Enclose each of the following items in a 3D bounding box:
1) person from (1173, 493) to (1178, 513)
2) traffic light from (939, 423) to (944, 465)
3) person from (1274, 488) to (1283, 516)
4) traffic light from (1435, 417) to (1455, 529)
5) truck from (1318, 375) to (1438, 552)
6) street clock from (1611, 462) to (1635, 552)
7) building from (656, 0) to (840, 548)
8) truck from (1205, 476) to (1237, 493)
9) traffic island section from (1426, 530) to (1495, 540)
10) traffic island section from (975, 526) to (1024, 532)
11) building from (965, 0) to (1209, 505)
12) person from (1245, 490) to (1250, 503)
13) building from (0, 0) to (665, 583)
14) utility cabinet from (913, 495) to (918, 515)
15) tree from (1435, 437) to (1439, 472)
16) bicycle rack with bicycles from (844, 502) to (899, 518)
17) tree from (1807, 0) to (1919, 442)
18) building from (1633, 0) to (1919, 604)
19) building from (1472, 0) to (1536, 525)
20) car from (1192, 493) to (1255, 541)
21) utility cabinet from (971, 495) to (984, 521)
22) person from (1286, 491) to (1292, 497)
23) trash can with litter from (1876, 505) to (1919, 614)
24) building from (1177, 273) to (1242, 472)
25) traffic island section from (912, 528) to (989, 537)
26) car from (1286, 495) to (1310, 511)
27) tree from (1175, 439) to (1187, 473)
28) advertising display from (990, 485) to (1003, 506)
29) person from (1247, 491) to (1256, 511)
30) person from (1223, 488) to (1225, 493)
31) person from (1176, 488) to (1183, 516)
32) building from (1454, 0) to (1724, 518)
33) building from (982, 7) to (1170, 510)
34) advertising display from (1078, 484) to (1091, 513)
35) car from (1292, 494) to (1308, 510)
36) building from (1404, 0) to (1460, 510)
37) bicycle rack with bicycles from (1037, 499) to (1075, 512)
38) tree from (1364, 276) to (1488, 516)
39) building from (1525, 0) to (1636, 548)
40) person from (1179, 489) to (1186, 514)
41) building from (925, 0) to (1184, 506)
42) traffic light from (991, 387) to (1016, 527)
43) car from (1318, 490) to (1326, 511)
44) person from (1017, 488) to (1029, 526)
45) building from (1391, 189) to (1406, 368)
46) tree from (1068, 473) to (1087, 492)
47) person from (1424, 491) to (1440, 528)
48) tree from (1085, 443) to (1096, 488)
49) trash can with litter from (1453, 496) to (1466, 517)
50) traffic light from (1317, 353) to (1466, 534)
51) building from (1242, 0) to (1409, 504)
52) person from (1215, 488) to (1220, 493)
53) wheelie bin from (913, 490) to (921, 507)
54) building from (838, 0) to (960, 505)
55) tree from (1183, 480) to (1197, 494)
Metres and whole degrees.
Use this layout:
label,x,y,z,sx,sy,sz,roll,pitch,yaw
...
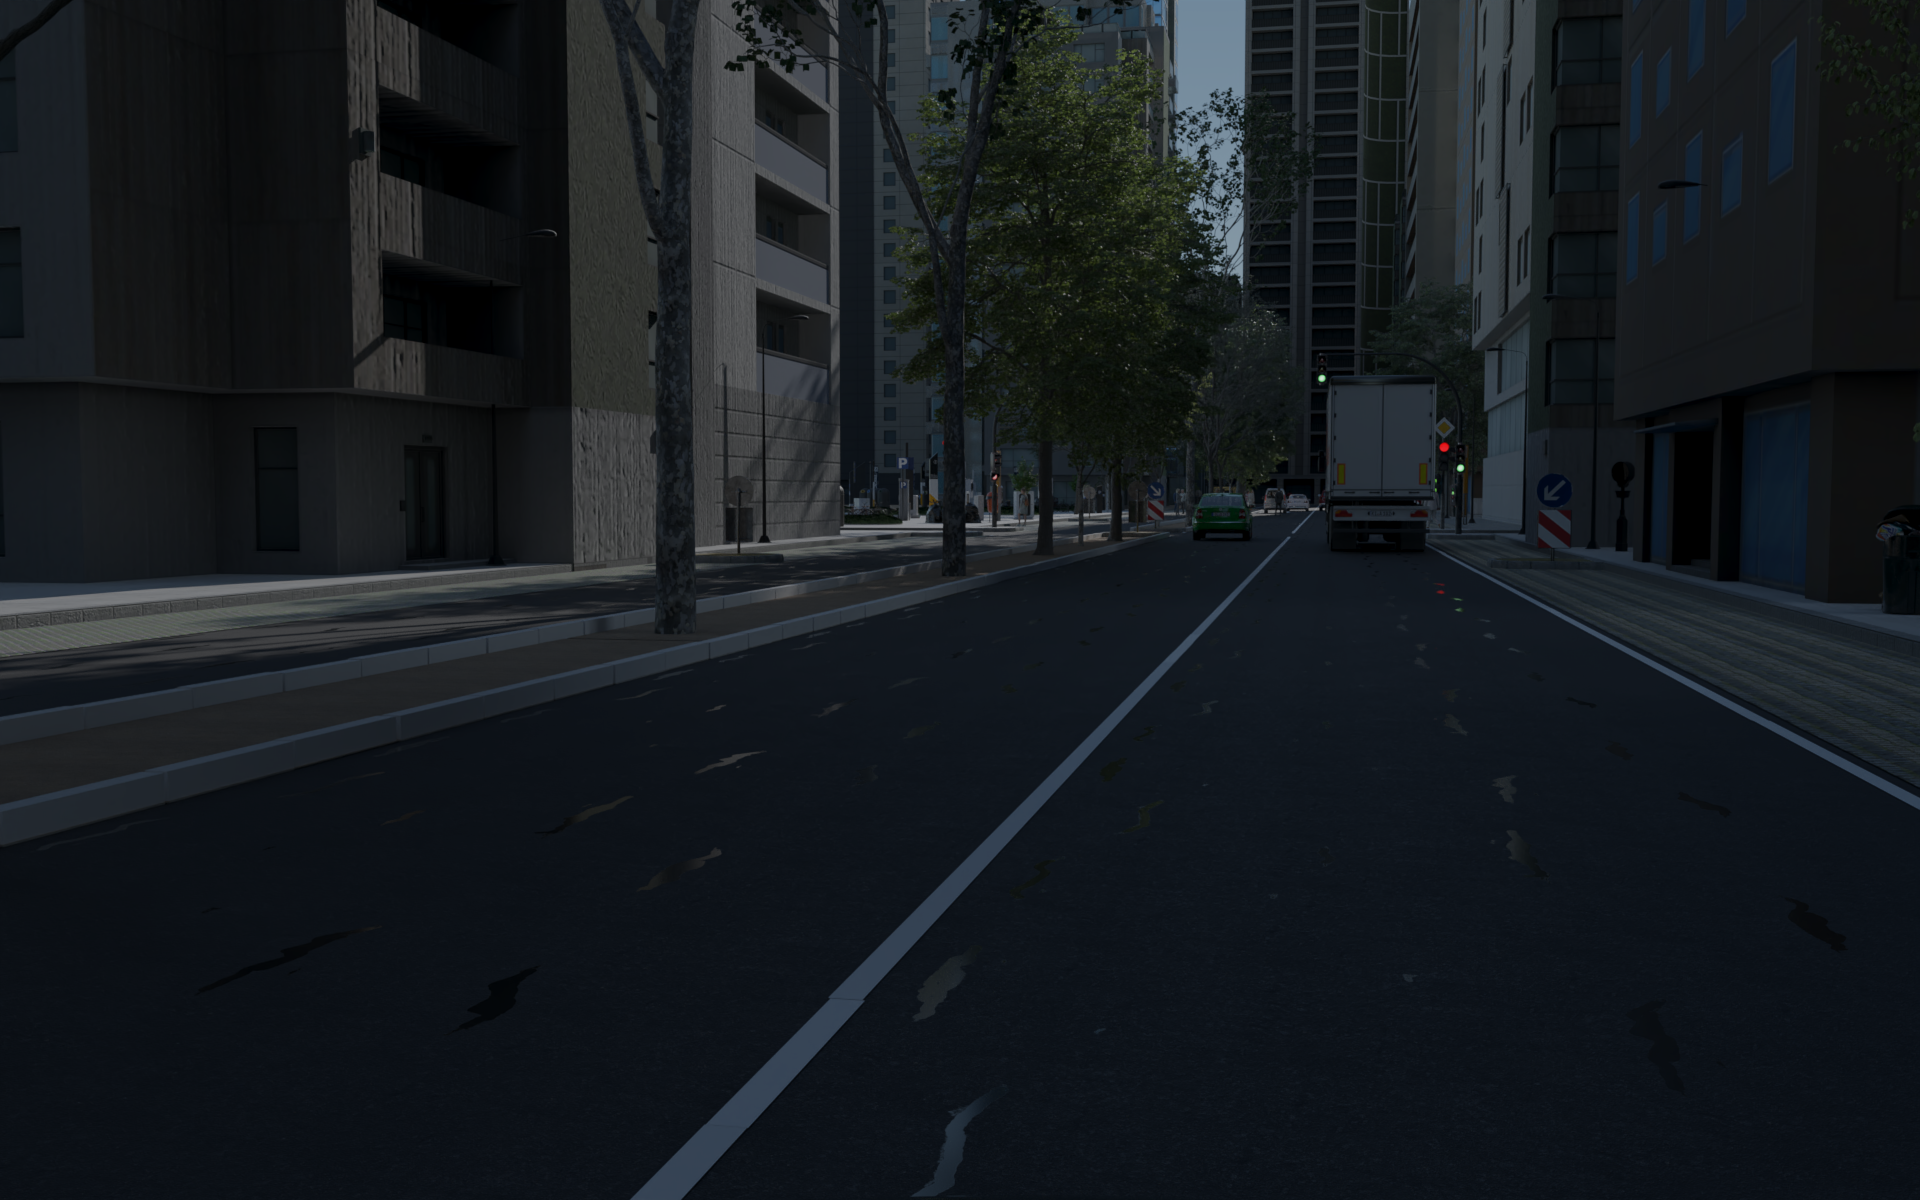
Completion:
label,x,y,z,sx,sy,sz,roll,pitch,yaw
person,16.483,-7.528,131.761,0.721,1.800,0.419,-3,5,-40
traffic light,-0.322,-4.272,58.769,0.839,4.253,0.868,1,4,12
person,20.710,-6.391,112.775,0.659,1.850,0.755,-1,4,-12
traffic light,17.597,-4.539,63.133,0.839,4.253,0.868,1,4,12
truck,11.086,-3.520,46.466,2.839,4.237,11.283,1,4,11
street clock,14.777,-2.083,38.630,0.358,2.002,0.471,-2,4,-31
building,-18.363,-31.119,50.801,28.212,58.520,21.231,1,4,12
truck,24.404,-9.973,158.976,3.469,3.379,9.791,1,4,11
traffic island section,15.964,-2.027,55.429,2.009,0.180,2.903,1,4,12
traffic island section,1.311,-2.718,66.721,2.009,0.180,2.903,1,4,12
building,13.643,-54.655,206.284,31.000,86.520,22.319,1,4,12
person,21.812,-7.481,131.647,0.643,1.720,0.563,-1,4,-23
building,-14.417,-15.823,30.407,14.160,30.474,14.107,1,4,12
utility cabinet,-2.848,-5.149,95.355,1.020,1.237,0.306,1,4,18
tree,35.209,-11.063,131.242,4.360,8.622,3.978,0,3,0
bicycle rack with bicycles,-4.128,-3.874,76.724,2.925,0.926,2.852,-1,4,-17
tree,9.763,-3.927,14.563,4.737,8.622,4.395,0,3,0
building,17.982,-22.875,24.111,14.600,45.320,14.200,1,4,12
building,36.151,-29.531,72.064,27.495,52.752,28.713,1,4,12
car,8.349,-2.816,54.846,1.959,1.807,4.718,1,4,11
utility cabinet,0.909,-4.459,84.068,0.306,1.237,1.020,-1,4,-11
person,38.737,-11.938,203.618,1.348,1.831,0.705,0,4,-3
trash can with litter,10.157,-0.450,18.740,0.624,1.170,1.055,1,4,18
building,30.128,-28.041,230.179,14.107,30.474,14.160,1,4,12
traffic island section,-0.359,-2.240,58.912,2.009,0.180,2.903,1,4,12
car,28.130,-8.068,144.268,2.083,1.381,4.827,1,4,11
tree,25.077,-14.503,187.485,4.737,8.622,4.395,0,3,0
advertising display,2.639,-7.279,124.217,0.974,1.923,0.123,-2,4,-23
person,21.874,-7.433,130.389,0.694,1.780,0.624,2,4,35
person,16.994,-6.308,111.907,0.678,1.792,0.850,2,4,25
person,14.178,-6.312,111.885,0.526,1.800,0.537,2,4,32
building,39.965,-28.293,112.698,14.600,45.320,14.200,1,4,12
building,10.138,-28.424,148.331,14.154,41.232,14.086,1,4,12
advertising display,8.267,-6.716,115.015,0.974,1.923,0.123,2,4,32
car,31.044,-9.018,159.443,2.014,1.417,4.499,1,4,13
building,48.916,-31.927,145.711,21.300,48.544,21.600,1,4,12
bicycle rack with bicycles,6.903,-6.619,121.608,2.925,0.926,2.852,0,4,5
tree,28.066,-11.772,99.121,9.857,13.997,8.962,0,3,0
building,22.495,-16.790,46.214,14.160,30.474,14.107,1,4,12
person,15.970,-7.057,124.373,0.782,1.767,0.515,3,5,43
building,9.613,-33.731,171.108,23.786,49.044,30.456,1,4,12
traffic light,3.412,-5.597,66.175,4.771,5.953,1.251,1,4,12
car,31.733,-8.522,148.000,2.281,1.827,5.304,1,4,12
person,2.792,-4.087,76.325,0.522,1.701,0.512,2,4,34
building,48.826,-24.037,164.709,14.160,30.474,14.107,1,4,12
tree,9.698,-8.928,140.574,1.663,3.219,1.824,0,3,0
person,18.039,-3.527,66.045,0.514,1.842,0.818,-2,4,-31
tree,10.339,-10.615,123.911,4.360,8.622,3.978,0,3,0
trash can with litter,27.947,-5.218,96.701,0.624,1.170,1.055,-1,4,-17
traffic light,13.863,-4.951,55.620,4.771,5.953,1.251,1,4,12
building,48.196,-48.337,228.557,20.611,71.187,20.563,1,4,12
person,15.790,-5.940,105.804,0.709,1.800,0.728,2,4,28
wheelie bin,-3.597,-7.860,136.424,0.980,1.594,0.693,0,4,-7
building,-11.748,-47.305,211.694,20.611,71.187,20.563,1,4,12
tree,25.437,-12.156,193.350,1.663,3.219,1.824,0,3,0
